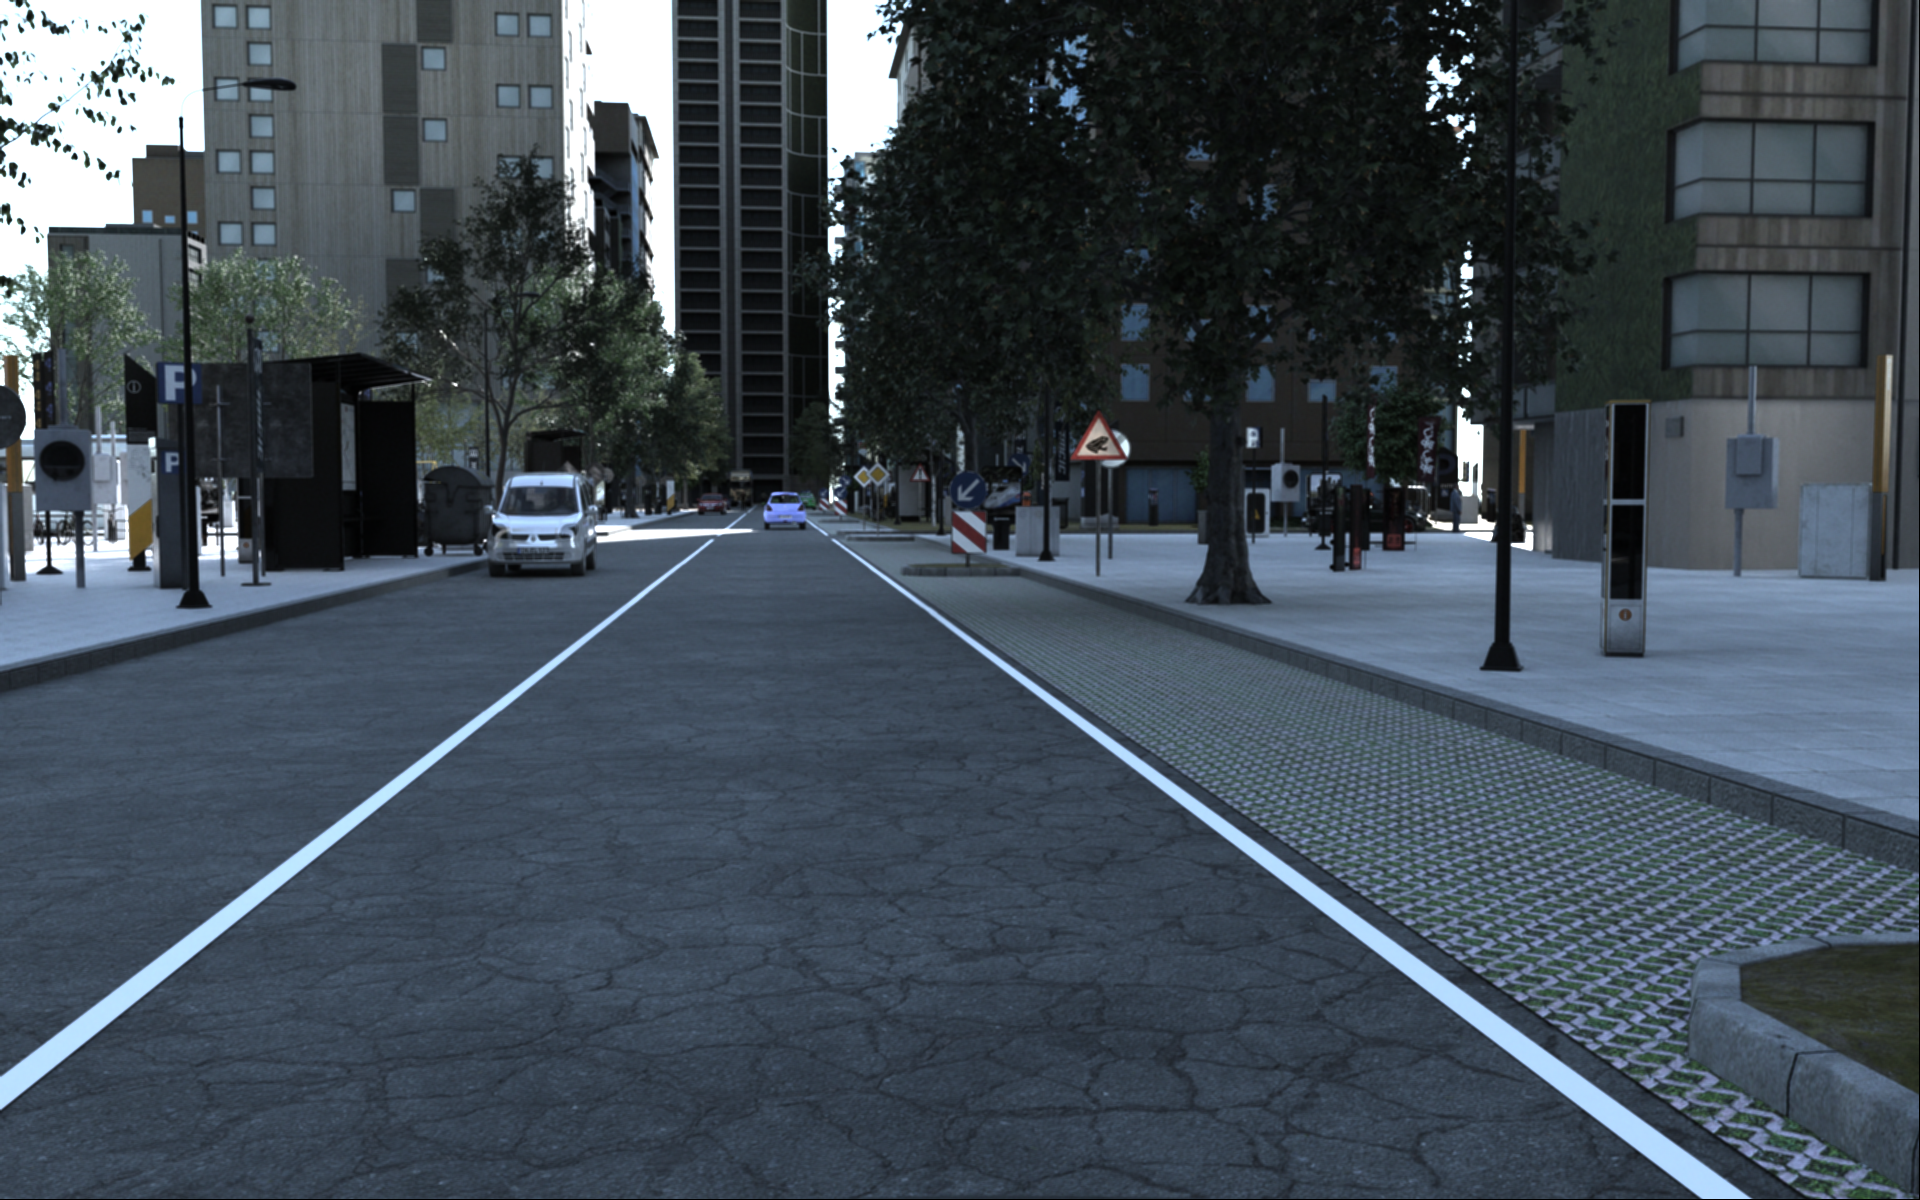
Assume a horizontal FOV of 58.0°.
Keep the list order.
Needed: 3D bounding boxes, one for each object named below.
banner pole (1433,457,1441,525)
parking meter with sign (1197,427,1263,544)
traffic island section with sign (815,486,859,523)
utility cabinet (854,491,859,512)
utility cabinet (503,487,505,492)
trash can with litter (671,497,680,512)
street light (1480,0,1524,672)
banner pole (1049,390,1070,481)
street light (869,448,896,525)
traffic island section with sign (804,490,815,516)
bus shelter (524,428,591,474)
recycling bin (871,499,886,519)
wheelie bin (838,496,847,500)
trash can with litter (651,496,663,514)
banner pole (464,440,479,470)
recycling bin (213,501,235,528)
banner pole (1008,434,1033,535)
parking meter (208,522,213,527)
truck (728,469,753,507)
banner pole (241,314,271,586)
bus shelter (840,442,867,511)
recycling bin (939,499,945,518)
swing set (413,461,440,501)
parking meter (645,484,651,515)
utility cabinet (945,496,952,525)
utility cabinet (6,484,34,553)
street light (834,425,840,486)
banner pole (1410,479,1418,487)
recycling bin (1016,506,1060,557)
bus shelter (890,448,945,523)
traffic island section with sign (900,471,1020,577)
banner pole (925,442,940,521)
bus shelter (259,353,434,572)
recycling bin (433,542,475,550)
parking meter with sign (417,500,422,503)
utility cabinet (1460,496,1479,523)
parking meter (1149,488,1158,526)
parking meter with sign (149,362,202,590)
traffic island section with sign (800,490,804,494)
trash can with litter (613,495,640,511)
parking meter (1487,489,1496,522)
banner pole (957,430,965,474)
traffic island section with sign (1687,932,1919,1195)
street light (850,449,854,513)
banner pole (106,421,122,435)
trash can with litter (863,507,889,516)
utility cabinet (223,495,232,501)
[{"bbox_3d":[19.713,-4.999,71.750,0.401,3.779,0.863,1,4,21],"label":"banner pole"},{"bbox_3d":[6.939,-2.960,44.650,1.738,3.016,0.543,-2,4,-31],"label":"parking meter with sign"},{"bbox_3d":[-6.043,-4.725,85.876,1.989,1.847,2.006,0,4,-6],"label":"traffic island section with sign"},{"bbox_3d":[-6.896,-6.862,120.867,0.318,1.500,1.173,2,4,34],"label":"utility cabinet"},{"bbox_3d":[-13.118,-2.656,52.098,1.173,1.500,0.318,-1,4,-18],"label":"utility cabinet"},{"bbox_3d":[-20.719,-7.020,126.170,0.624,1.170,1.055,-3,5,-40],"label":"trash can with litter"},{"bbox_3d":[3.428,-2.441,12.452,1.470,5.913,1.316,0,4,-6],"label":"street light"},{"bbox_3d":[2.291,-3.112,40.903,0.863,3.779,0.401,-3,4,-36],"label":"banner pole"},{"bbox_3d":[-3.169,-6.125,72.678,1.470,5.913,1.316,0,4,-6],"label":"street light"},{"bbox_3d":[-8.987,-6.379,112.920,1.989,1.847,2.006,0,4,-6],"label":"traffic island section with sign"},{"bbox_3d":[-14.878,-4.466,64.296,1.731,3.624,6.357,0,4,-6],"label":"bus shelter"},{"bbox_3d":[-4.295,-4.798,91.001,0.722,1.027,0.722,0,4,-7],"label":"recycling bin"},{"bbox_3d":[-8.453,-7.136,124.582,0.693,1.594,0.980,-1,4,-9],"label":"wheelie bin"},{"bbox_3d":[-19.242,-5.964,108.904,1.055,1.170,0.624,1,4,9],"label":"trash can with litter"},{"bbox_3d":[-22.717,-5.529,80.413,0.863,3.779,0.401,0,4,-3],"label":"banner pole"},{"bbox_3d":[-27.903,-3.247,65.647,0.722,1.027,0.722,-1,4,-17],"label":"recycling bin"},{"bbox_3d":[1.747,-3.945,54.512,0.863,3.779,0.401,2,4,30],"label":"banner pole"},{"bbox_3d":[-29.026,-3.602,67.308,0.372,1.533,0.369,0,3,0],"label":"parking meter"},{"bbox_3d":[-25.093,-12.815,198.433,2.839,4.237,11.283,0,4,-6],"label":"truck"},{"bbox_3d":[-9.925,-2.107,24.460,0.401,3.779,0.863,0,4,-7],"label":"banner pole"},{"bbox_3d":[-7.900,-9.340,130.344,2.179,5.291,8.768,0,4,-6],"label":"bus shelter"},{"bbox_3d":[-0.938,-4.844,91.756,0.722,1.027,0.722,-1,4,-17],"label":"recycling bin"},{"bbox_3d":[-26.236,-5.191,82.489,3.119,2.851,2.862,0,4,5],"label":"swing set"},{"bbox_3d":[-18.912,-6.069,104.932,0.255,1.863,0.399,1,4,17],"label":"parking meter"},{"bbox_3d":[-0.470,-3.673,71.213,0.306,1.237,1.020,0,3,0],"label":"utility cabinet"},{"bbox_3d":[-20.610,-1.753,37.348,0.318,1.500,1.173,2,4,26],"label":"utility cabinet"},{"bbox_3d":[-7.680,-8.689,114.611,1.470,5.913,1.316,0,4,-6],"label":"street light"},{"bbox_3d":[35.800,-8.981,136.860,0.863,3.779,0.401,0,4,4],"label":"banner pole"},{"bbox_3d":[1.607,-1.422,35.804,0.722,1.027,0.722,2,4,26],"label":"recycling bin"},{"bbox_3d":[-1.950,-5.156,78.231,2.014,3.302,5.546,0,4,-6],"label":"bus shelter"},{"bbox_3d":[-0.043,-1.357,30.816,1.989,1.847,2.006,0,4,-6],"label":"traffic island section with sign"},{"bbox_3d":[-1.242,-5.655,82.484,0.401,3.779,0.863,-2,4,-24],"label":"banner pole"},{"bbox_3d":[-11.120,-2.478,31.797,1.731,3.624,6.357,0,4,-6],"label":"bus shelter"},{"bbox_3d":[-12.122,-1.769,41.481,0.722,1.027,0.722,2,4,35],"label":"recycling bin"},{"bbox_3d":[-40.918,-8.134,129.246,0.543,3.016,1.738,2,4,27],"label":"parking meter with sign"},{"bbox_3d":[22.119,-3.946,75.678,1.020,1.237,0.306,0,4,-6],"label":"utility cabinet"},{"bbox_3d":[7.833,-3.774,70.112,0.372,1.533,0.369,0,3,0],"label":"parking meter"},{"bbox_3d":[-10.796,-1.680,23.734,0.543,3.016,1.738,-2,4,-33],"label":"parking meter with sign"},{"bbox_3d":[-14.416,-9.425,162.729,1.989,1.847,2.006,0,4,-6],"label":"traffic island section with sign"},{"bbox_3d":[-25.717,-7.477,133.306,2.233,1.210,1.678,0,4,6],"label":"trash can with litter"},{"bbox_3d":[24.138,-4.298,78.679,0.372,1.533,0.369,0,3,0],"label":"parking meter"},{"bbox_3d":[0.148,-3.844,52.864,0.401,3.779,0.863,-3,4,-39],"label":"banner pole"},{"bbox_3d":[2.877,0.282,4.019,1.989,1.847,2.006,0,4,-6],"label":"traffic island section with sign"},{"bbox_3d":[-5.297,-7.378,93.179,1.470,5.913,1.316,0,4,-6],"label":"street light"},{"bbox_3d":[-29.090,-4.264,59.734,0.863,3.779,0.401,2,4,24],"label":"banner pole"},{"bbox_3d":[-4.542,-5.511,101.162,2.233,1.210,1.678,0,4,-3],"label":"trash can with litter"},{"bbox_3d":[-42.706,-5.465,100.521,1.020,1.237,0.306,0,4,4],"label":"utility cabinet"}]
